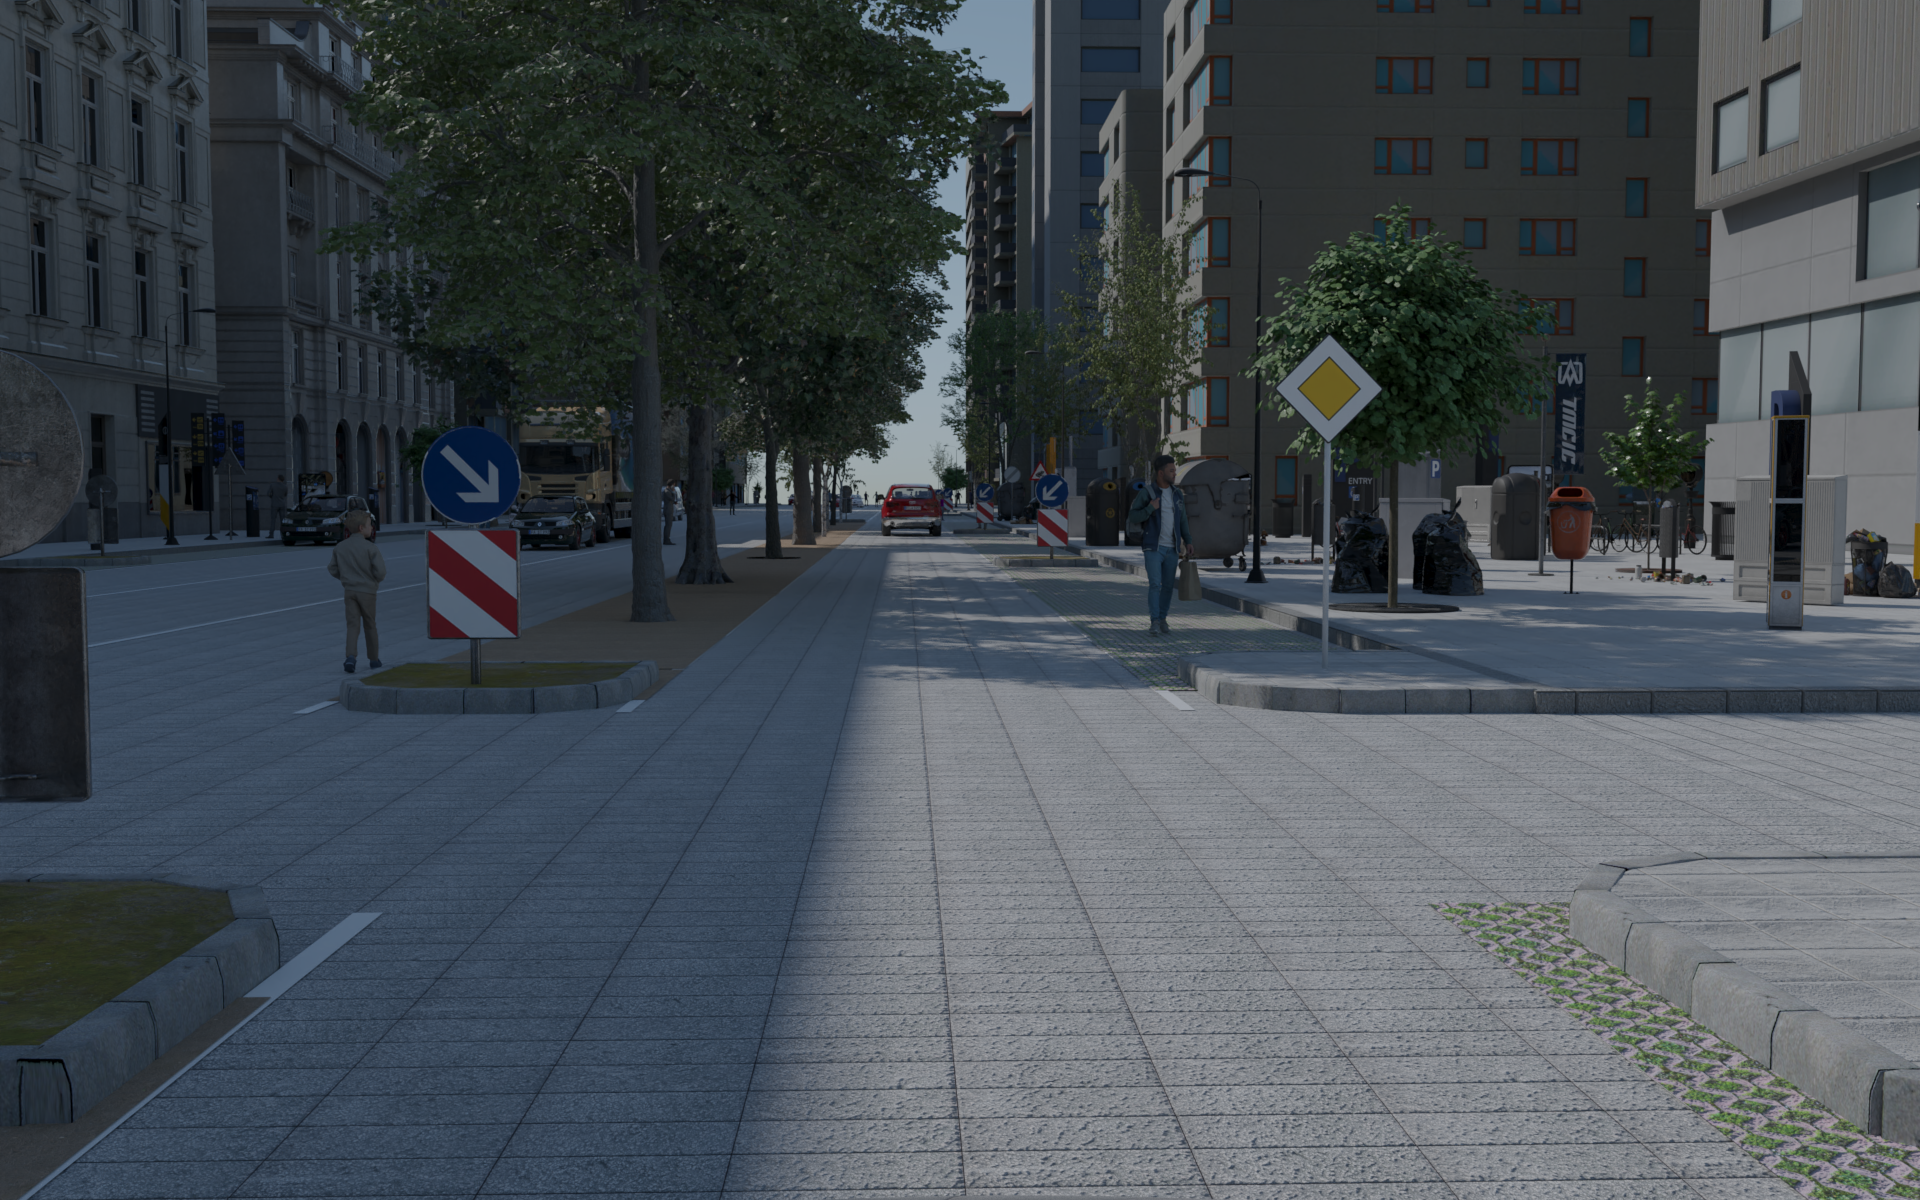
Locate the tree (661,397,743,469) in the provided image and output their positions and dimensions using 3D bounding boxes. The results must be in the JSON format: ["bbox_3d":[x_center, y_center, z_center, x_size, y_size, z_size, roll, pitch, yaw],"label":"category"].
[{"bbox_3d":[-25.005,-15.507,163.902,12.009,13.543,11.850,0,3,0],"label":"tree"}]

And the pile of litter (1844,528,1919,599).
[{"bbox_3d":[11.554,-0.483,21.870,1.176,0.858,1.719,-1,4,-21],"label":"pile of litter"}]

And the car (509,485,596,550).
[{"bbox_3d":[-10.663,-2.181,45.442,2.009,1.686,4.222,0,4,-3],"label":"car"}]

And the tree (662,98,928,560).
[{"bbox_3d":[-4.218,-6.709,37.911,9.928,11.665,9.643,0,3,0],"label":"tree"}]

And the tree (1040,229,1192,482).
[{"bbox_3d":[4.536,-5.931,47.328,4.360,8.622,3.978,0,3,0],"label":"tree"}]

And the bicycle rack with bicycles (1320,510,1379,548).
[{"bbox_3d":[10.175,-1.656,40.461,2.852,0.926,2.925,-3,5,-41],"label":"bicycle rack with bicycles"}]

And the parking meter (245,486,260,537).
[{"bbox_3d":[-21.046,-2.637,51.529,0.372,1.533,0.369,0,3,0],"label":"parking meter"}]

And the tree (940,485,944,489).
[{"bbox_3d":[-1.547,-12.731,202.752,1.663,3.219,1.824,0,3,0],"label":"tree"}]

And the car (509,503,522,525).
[{"bbox_3d":[-15.728,-3.231,65.189,2.083,1.381,4.827,0,4,-4],"label":"car"}]

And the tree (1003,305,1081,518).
[{"bbox_3d":[2.475,-10.204,92.590,9.928,11.665,9.643,0,3,0],"label":"tree"}]

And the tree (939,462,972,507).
[{"bbox_3d":[-0.507,-11.801,176.658,4.285,4.588,4.351,0,3,0],"label":"tree"}]

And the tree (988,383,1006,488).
[{"bbox_3d":[3.928,-7.655,75.515,4.737,8.622,4.395,0,3,0],"label":"tree"}]

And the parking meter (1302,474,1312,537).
[{"bbox_3d":[10.313,-2.801,51.512,0.255,1.863,0.399,0,4,6],"label":"parking meter"}]

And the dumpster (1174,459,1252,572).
[{"bbox_3d":[4.200,-1.442,29.338,1.264,1.857,1.865,0,4,-2],"label":"dumpster"}]

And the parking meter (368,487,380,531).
[{"bbox_3d":[-20.330,-3.160,60.081,0.372,1.533,0.369,0,3,0],"label":"parking meter"}]

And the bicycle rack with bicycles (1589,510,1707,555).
[{"bbox_3d":[14.313,-1.475,37.497,2.852,0.926,2.925,-1,4,-9],"label":"bicycle rack with bicycles"}]

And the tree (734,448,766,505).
[{"bbox_3d":[-25.679,-15.929,210.806,4.360,8.622,3.978,0,3,0],"label":"tree"}]

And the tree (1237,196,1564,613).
[{"bbox_3d":[4.764,-2.172,19.231,4.285,4.588,4.351,0,3,0],"label":"tree"}]

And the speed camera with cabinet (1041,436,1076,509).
[{"bbox_3d":[3.384,-3.992,59.613,0.660,3.252,2.038,-1,4,-17],"label":"speed camera with cabinet"}]

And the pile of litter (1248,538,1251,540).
[{"bbox_3d":[7.286,-2.120,48.627,1.719,0.858,1.176,2,4,27],"label":"pile of litter"}]

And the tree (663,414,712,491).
[{"bbox_3d":[-24.353,-12.528,155.195,4.360,8.622,3.978,0,3,0],"label":"tree"}]

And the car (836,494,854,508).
[{"bbox_3d":[-11.032,-9.405,162.814,2.155,1.783,4.494,0,4,-2],"label":"car"}]

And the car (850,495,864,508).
[{"bbox_3d":[-11.245,-10.514,184.258,2.083,1.381,4.827,0,4,-1],"label":"car"}]

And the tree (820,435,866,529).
[{"bbox_3d":[-5.447,-7.225,70.949,4.360,8.622,3.978,0,3,0],"label":"tree"}]

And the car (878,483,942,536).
[{"bbox_3d":[-1.724,-3.163,60.381,2.281,1.827,5.304,0,4,-3],"label":"car"}]

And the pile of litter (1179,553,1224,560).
[{"bbox_3d":[4.608,-1.252,34.429,1.719,0.858,1.176,-1,4,-16],"label":"pile of litter"}]

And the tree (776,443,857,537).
[{"bbox_3d":[-4.571,-6.409,57.608,4.737,8.622,4.395,0,3,0],"label":"tree"}]

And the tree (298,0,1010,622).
[{"bbox_3d":[-3.355,-5.995,18.608,7.486,12.596,7.792,0,3,0],"label":"tree"}]

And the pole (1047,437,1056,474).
[{"bbox_3d":[3.351,-4.198,62.479,0.158,3.312,0.155,0,3,0],"label":"pole"}]

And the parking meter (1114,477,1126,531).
[{"bbox_3d":[5.549,-3.328,60.122,0.255,1.863,0.399,-3,5,-40],"label":"parking meter"}]

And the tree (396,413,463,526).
[{"bbox_3d":[-20.896,-5.263,69.768,4.285,4.588,4.351,0,3,0],"label":"tree"}]

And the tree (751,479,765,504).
[{"bbox_3d":[-26.591,-14.244,227.496,1.663,3.219,1.824,0,3,0],"label":"tree"}]

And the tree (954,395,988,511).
[{"bbox_3d":[1.264,-10.827,127.383,4.737,8.622,4.395,0,3,0],"label":"tree"}]

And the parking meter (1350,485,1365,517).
[{"bbox_3d":[10.822,-2.370,47.168,0.372,1.533,0.369,0,3,0],"label":"parking meter"}]

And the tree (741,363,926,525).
[{"bbox_3d":[-5.784,-8.632,78.008,8.767,10.594,7.601,0,4,-2],"label":"tree"}]

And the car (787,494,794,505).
[{"bbox_3d":[-20.841,-12.908,220.080,2.155,1.783,4.494,0,4,-1],"label":"car"}]

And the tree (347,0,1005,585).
[{"bbox_3d":[-4.128,-6.590,27.216,9.611,12.733,9.660,0,3,0],"label":"tree"}]

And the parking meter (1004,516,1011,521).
[{"bbox_3d":[2.305,-4.745,83.288,0.399,1.863,0.255,1,4,17],"label":"parking meter"}]

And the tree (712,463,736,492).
[{"bbox_3d":[-25.062,-12.103,181.599,4.285,4.588,4.351,0,3,0],"label":"tree"}]

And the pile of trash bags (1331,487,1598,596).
[{"bbox_3d":[6.486,-0.786,22.606,3.447,1.369,1.912,2,4,25],"label":"pile of trash bags"}]

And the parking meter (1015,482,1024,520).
[{"bbox_3d":[2.990,-4.976,87.075,0.399,1.863,0.255,3,4,39],"label":"parking meter"}]

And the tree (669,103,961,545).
[{"bbox_3d":[-4.372,-8.503,48.138,9.857,13.997,8.962,0,3,0],"label":"tree"}]

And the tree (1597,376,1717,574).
[{"bbox_3d":[11.293,-2.071,28.456,1.663,3.219,1.824,0,3,0],"label":"tree"}]

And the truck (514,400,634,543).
[{"bbox_3d":[-11.603,-3.979,53.966,2.839,4.237,11.283,0,4,-2],"label":"truck"}]

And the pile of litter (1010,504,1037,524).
[{"bbox_3d":[2.687,-3.670,73.969,1.176,0.858,1.719,0,4,1],"label":"pile of litter"}]

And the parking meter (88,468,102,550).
[{"bbox_3d":[-19.771,-2.075,39.638,0.255,1.863,0.399,-2,4,-32],"label":"parking meter"}]

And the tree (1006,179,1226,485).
[{"bbox_3d":[4.311,-5.492,40.157,4.737,8.622,4.395,0,3,0],"label":"tree"}]

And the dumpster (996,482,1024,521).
[{"bbox_3d":[2.393,-4.668,82.082,1.264,1.857,1.865,0,4,-2],"label":"dumpster"}]

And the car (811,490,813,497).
[{"bbox_3d":[-15.563,-10.150,174.627,2.281,1.827,5.304,0,4,-3],"label":"car"}]

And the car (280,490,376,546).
[{"bbox_3d":[-17.804,-2.392,48.888,2.009,1.686,4.222,0,4,-3],"label":"car"}]

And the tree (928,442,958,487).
[{"bbox_3d":[-2.454,-17.514,236.716,4.360,8.622,3.978,0,3,0],"label":"tree"}]

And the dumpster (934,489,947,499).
[{"bbox_3d":[-1.806,-8.335,144.489,1.865,1.857,1.264,0,4,-4],"label":"dumpster"}]
